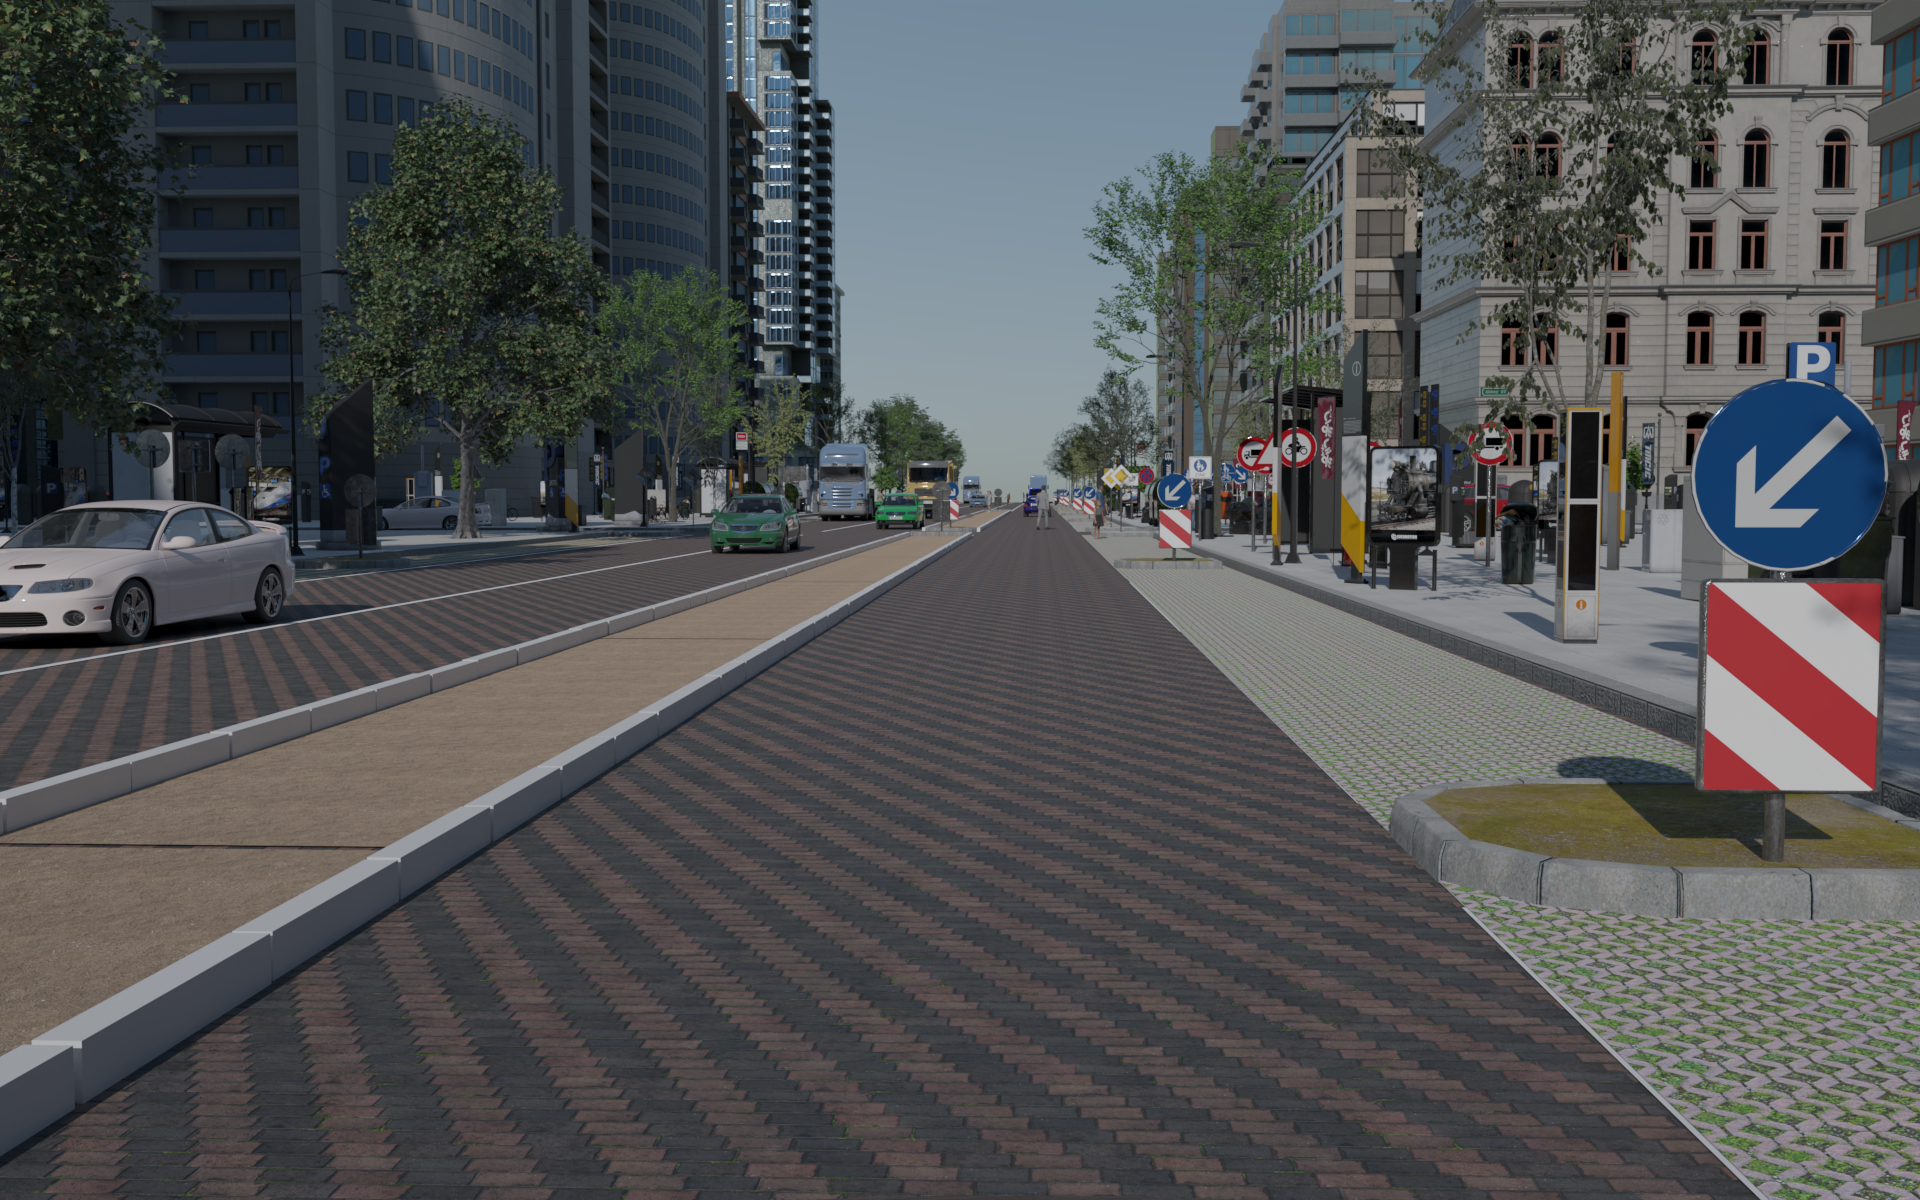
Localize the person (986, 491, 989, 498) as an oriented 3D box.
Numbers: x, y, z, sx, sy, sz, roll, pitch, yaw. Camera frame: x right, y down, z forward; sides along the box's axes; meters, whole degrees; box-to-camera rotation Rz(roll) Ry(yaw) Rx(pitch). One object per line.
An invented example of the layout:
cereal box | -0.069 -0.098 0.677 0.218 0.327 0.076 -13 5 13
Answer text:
person | 3.740 -13.384 227.192 0.599 1.838 0.709 -1 4 -19

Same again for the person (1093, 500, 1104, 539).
person | 4.399 -2.553 54.913 0.362 1.253 0.373 -2 4 -27

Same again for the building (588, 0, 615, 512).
building | -35.134 -42.244 128.935 20.563 71.187 20.611 0 4 3

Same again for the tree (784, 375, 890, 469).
tree | -9.616 -12.259 134.852 8.767 10.594 7.601 0 4 -6

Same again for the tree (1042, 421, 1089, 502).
tree | 18.854 -23.223 290.072 12.009 13.543 11.850 0 3 0

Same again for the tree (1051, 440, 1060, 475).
tree | 16.700 -18.108 230.470 7.601 10.594 8.767 1 4 20

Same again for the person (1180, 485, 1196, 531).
person | 8.071 -3.162 60.875 0.731 1.740 0.598 0 4 5

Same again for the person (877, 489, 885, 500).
person | -6.525 -8.337 144.770 1.348 1.831 0.705 3 5 43

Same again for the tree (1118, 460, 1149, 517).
tree | 9.345 -6.165 95.404 1.663 3.219 1.824 0 3 0

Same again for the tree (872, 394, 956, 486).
tree | -6.412 -18.974 216.872 9.857 13.997 8.962 0 3 0

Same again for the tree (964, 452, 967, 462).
tree | -2.345 -23.036 302.397 9.928 11.665 9.643 0 3 0

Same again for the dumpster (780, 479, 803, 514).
dumpster | -11.111 -6.748 112.827 1.502 2.255 1.985 0 4 3

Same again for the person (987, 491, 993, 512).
person | 2.320 -7.751 136.227 0.522 1.701 0.512 -2 4 -24

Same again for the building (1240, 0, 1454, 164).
building | 39.791 -33.800 172.242 23.786 49.044 30.456 0 4 3

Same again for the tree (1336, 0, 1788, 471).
tree | 6.412 -4.149 18.201 4.360 8.622 3.978 0 3 0

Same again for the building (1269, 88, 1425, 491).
building | 34.022 -19.504 123.401 19.350 26.468 34.151 0 4 3

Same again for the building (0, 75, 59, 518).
building | -65.563 -47.692 92.435 31.000 86.520 22.319 0 4 3

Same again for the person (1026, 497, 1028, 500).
person | 10.342 -15.717 266.945 0.415 1.643 0.593 2 4 26

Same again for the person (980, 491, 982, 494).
person | 2.904 -14.166 240.106 0.705 1.826 1.348 -1 4 -21

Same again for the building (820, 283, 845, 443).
building | -32.537 -36.311 285.562 32.217 40.220 23.993 0 4 3

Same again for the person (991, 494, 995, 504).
person | 4.694 -15.461 261.989 1.217 1.736 0.721 -1 4 -12

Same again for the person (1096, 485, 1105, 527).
person | 5.725 -3.783 70.542 0.419 1.800 0.721 -1 4 -8

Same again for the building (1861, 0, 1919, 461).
building | 35.965 -11.219 28.468 27.650 21.520 28.899 0 4 3

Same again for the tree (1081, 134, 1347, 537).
tree | 7.577 -7.697 51.598 9.928 11.665 9.643 0 3 0

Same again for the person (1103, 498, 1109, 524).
person | 6.838 -4.159 81.161 0.373 1.253 0.362 0 4 -6

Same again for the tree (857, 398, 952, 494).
tree | -7.739 -16.031 187.867 9.928 11.665 9.643 0 3 0

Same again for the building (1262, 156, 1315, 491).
building | 33.228 -23.179 150.680 14.160 30.474 14.107 0 4 3

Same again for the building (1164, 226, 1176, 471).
building | 43.631 -39.743 269.413 23.786 49.044 30.456 0 4 3

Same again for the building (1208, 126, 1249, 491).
building | 34.975 -31.290 195.179 14.154 41.232 14.086 0 4 3

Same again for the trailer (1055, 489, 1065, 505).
trailer | 12.036 -12.232 207.043 1.471 1.999 3.904 0 4 1

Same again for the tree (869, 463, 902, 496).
tree | -7.765 -11.981 179.606 4.285 4.588 4.351 0 3 0

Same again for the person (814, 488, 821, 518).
person | -8.472 -5.829 104.206 0.661 1.777 0.834 1 4 21

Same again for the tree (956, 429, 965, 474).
tree | -3.419 -23.467 290.339 9.857 13.997 8.962 0 3 0

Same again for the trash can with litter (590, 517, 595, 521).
trash can with litter | -18.927 -4.424 83.388 2.233 1.210 1.678 3 5 42

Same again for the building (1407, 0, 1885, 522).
building | 35.292 -18.213 85.178 23.554 28.519 14.401 0 4 3

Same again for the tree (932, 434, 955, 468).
tree | -3.885 -20.485 269.346 7.601 10.594 8.767 -1 4 -11

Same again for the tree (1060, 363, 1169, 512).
tree | 11.397 -11.579 123.733 7.601 10.594 8.767 0 4 7

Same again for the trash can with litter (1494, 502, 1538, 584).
trash can with litter | 7.969 -0.829 24.946 0.624 1.170 1.055 1 4 12

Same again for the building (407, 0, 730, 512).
building | -33.973 -37.597 156.706 21.231 58.520 28.212 0 4 3

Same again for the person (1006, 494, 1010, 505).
person | 6.513 -13.712 235.957 1.065 1.426 0.557 3 5 45

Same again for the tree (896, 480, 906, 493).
tree | -6.881 -12.901 205.530 1.663 3.219 1.824 0 3 0

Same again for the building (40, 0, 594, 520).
building | -34.758 -33.940 96.920 21.231 58.520 28.212 0 4 3

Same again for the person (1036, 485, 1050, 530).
person | 3.317 -3.711 69.443 0.678 1.792 0.850 2 4 29

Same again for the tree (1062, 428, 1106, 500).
tree | 13.799 -14.476 187.037 4.737 8.622 4.395 0 3 0

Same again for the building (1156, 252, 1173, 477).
building | 40.099 -37.246 292.565 14.154 41.232 14.086 0 4 3

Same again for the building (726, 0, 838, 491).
building | -29.059 -57.704 256.124 22.319 86.520 31.000 0 4 3

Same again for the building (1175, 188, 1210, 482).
building | 38.253 -36.518 247.172 14.600 45.320 14.200 0 4 3

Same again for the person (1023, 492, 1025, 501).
person | 10.434 -16.617 281.009 0.721 1.723 1.217 0 4 1

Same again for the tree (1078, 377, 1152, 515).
tree | 9.940 -9.562 106.694 4.360 8.622 3.978 0 3 0

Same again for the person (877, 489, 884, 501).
person | -5.671 -7.033 123.834 0.599 1.781 0.374 0 4 -6

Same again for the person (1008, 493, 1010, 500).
person | 7.781 -16.032 272.096 0.415 1.643 0.593 -1 4 -16

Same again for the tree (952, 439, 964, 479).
tree | -5.678 -19.119 238.352 9.928 11.665 9.643 0 3 0

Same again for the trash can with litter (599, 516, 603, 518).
trash can with litter | -19.039 -5.075 94.041 1.678 1.210 2.233 -1 4 -11

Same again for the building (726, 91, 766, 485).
building | -33.009 -32.491 185.846 22.147 44.769 28.867 0 4 3

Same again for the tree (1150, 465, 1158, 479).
tree | 10.541 -6.414 99.471 1.663 3.219 1.824 0 3 0
